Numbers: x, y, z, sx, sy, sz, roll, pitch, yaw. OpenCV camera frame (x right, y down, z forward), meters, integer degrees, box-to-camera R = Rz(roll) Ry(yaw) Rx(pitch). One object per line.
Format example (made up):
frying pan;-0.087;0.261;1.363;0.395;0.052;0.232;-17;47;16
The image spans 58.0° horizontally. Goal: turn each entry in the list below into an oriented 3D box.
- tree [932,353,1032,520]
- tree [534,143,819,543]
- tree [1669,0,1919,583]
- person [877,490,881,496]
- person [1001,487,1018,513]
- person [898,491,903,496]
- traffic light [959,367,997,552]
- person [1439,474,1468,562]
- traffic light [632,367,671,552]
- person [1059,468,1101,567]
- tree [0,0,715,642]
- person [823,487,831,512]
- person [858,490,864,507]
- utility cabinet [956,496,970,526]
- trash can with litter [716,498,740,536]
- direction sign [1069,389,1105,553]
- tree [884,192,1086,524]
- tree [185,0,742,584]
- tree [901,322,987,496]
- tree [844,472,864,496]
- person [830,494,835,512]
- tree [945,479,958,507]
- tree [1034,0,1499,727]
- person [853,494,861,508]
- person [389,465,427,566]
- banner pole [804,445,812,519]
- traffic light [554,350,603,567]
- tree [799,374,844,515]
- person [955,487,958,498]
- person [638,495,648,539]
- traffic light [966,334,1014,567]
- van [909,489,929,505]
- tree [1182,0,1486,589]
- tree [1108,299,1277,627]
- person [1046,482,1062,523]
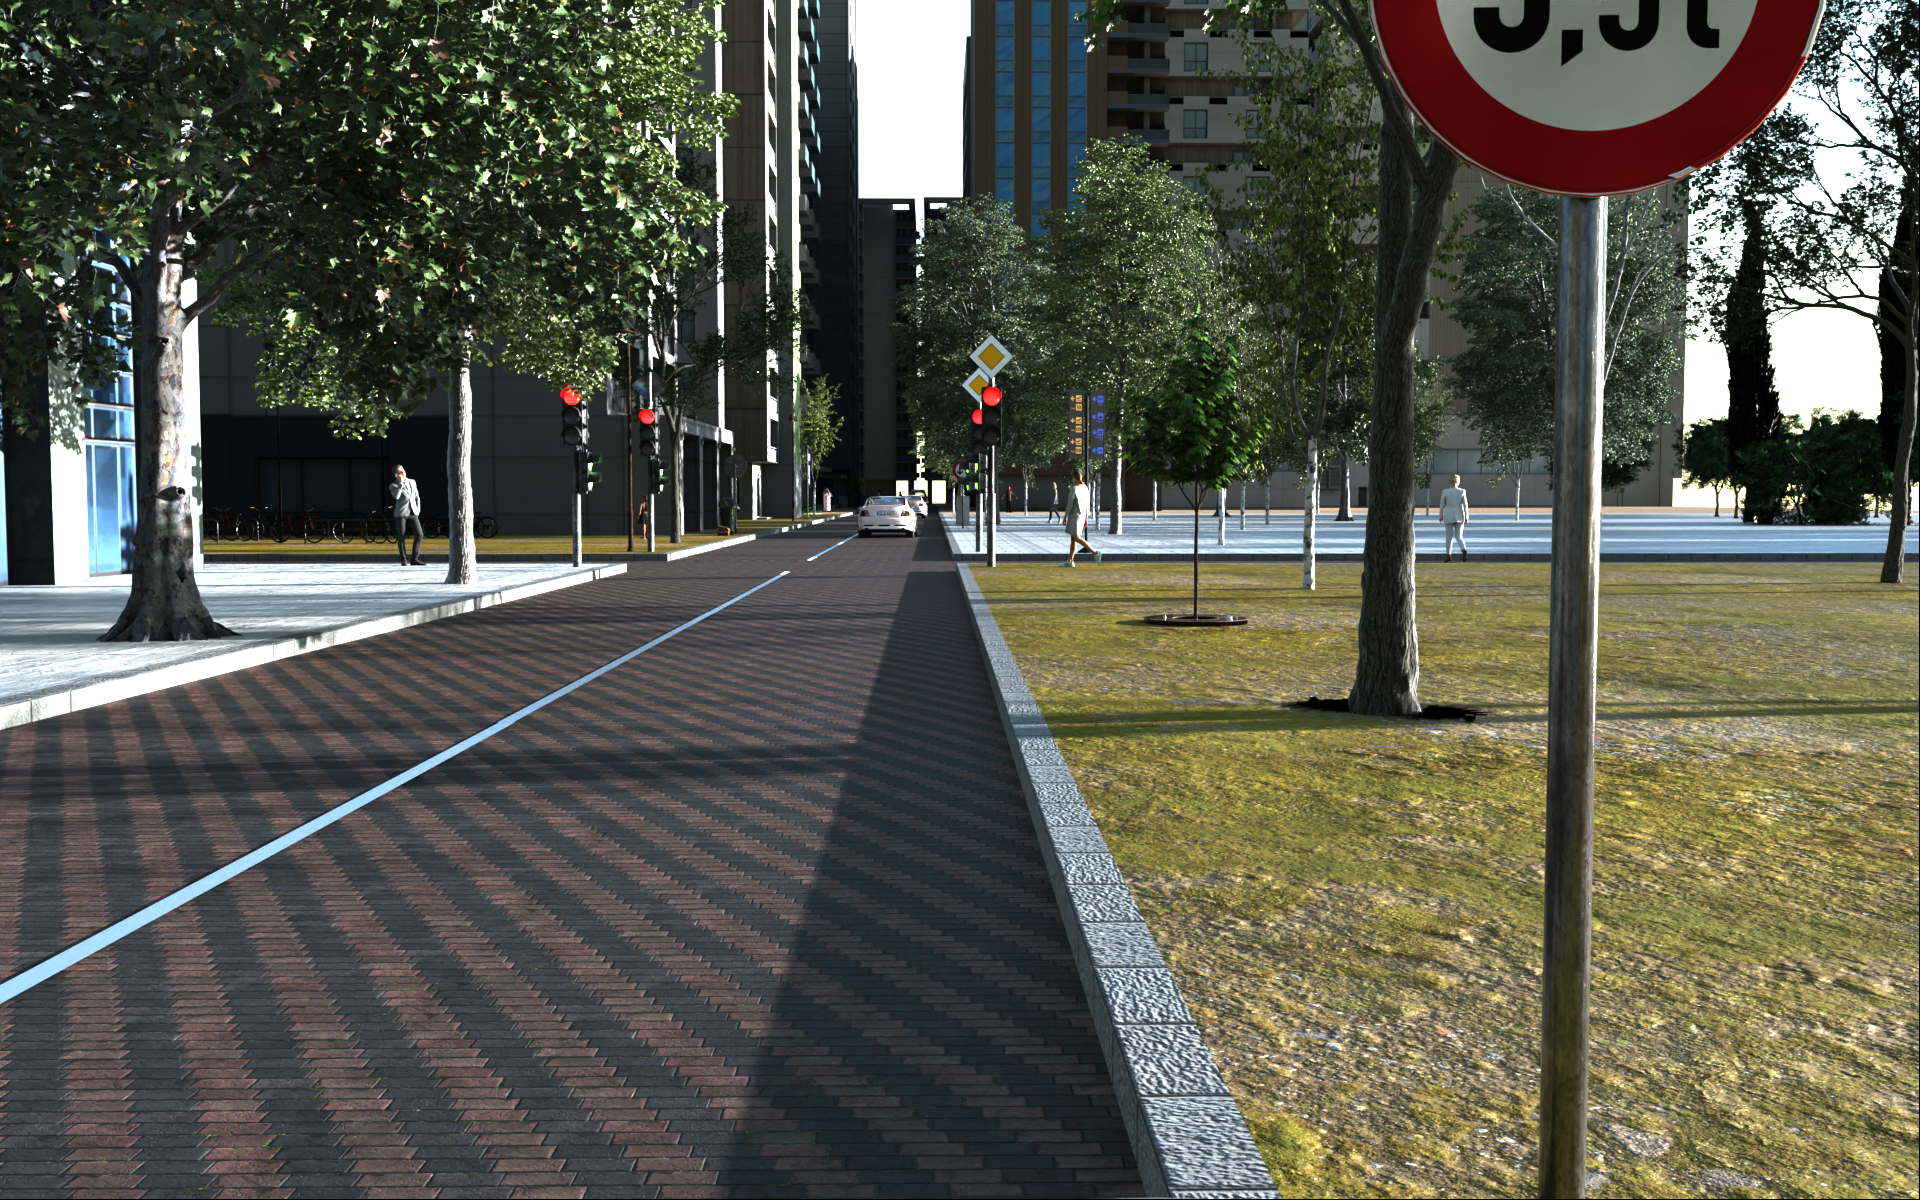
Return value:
tree;0.824;-8.716;92.874;4.360;8.622;3.978;0;3;0
tree;-7.263;-6.780;45.261;8.767;10.594;7.601;2;4;27
tree;13.810;-5.518;24.636;7.601;10.594;8.767;2;4;29
person;-6.099;-7.277;128.262;0.721;1.735;1.217;0;4;5
person;3.395;-6.974;120.202;1.348;1.807;0.705;-2;4;-33
person;-6.354;-10.894;187.344;0.721;1.743;1.217;3;4;36
traffic light;0.407;-3.034;38.523;0.839;4.253;0.868;0;4;-1
person;10.273;-1.686;35.942;0.514;1.842;0.818;0;4;-8
traffic light;-6.853;-3.026;38.393;0.839;4.253;0.868;0;4;-1
person;2.119;-1.447;30.453;0.760;1.731;0.466;1;4;10
tree;-6.954;-5.998;15.075;9.611;12.733;9.660;0;3;0
person;-9.312;-6.989;120.988;0.551;1.740;0.621;-2;4;-33
person;-9.840;-9.998;170.327;1.217;1.723;0.721;3;4;37
utility cabinet;0.113;-3.623;70.406;0.306;1.237;1.020;-1;4;-17
trash can with litter;-7.223;-2.595;53.813;0.624;1.170;1.055;0;4;1
direction sign;2.759;-2.798;37.743;0.876;3.537;0.379;-2;4;-25
tree;1.463;-10.202;73.456;9.857;13.997;8.962;0;3;0
tree;-6.738;-6.511;24.578;7.486;12.596;7.792;0;3;0
tree;-0.074;-11.832;111.578;7.486;12.596;7.792;0;3;0
tree;-9.063;-9.335;147.233;1.663;3.219;1.824;0;3;0
person;-9.420;-7.169;126.448;0.799;1.438;0.628;2;4;30
tree;-0.658;-10.692;169.410;1.663;3.219;1.824;0;3;0
tree;2.671;-5.140;9.791;9.928;11.665;9.643;0;3;0
person;-9.740;-9.602;163.122;0.705;1.814;1.350;-3;4;-38
person;-9.887;-1.515;30.995;0.592;1.802;0.473;-2;4;-31
banner pole;-7.805;-6.070;89.257;0.401;3.779;0.863;1;4;9
traffic light;-6.727;-2.537;30.409;0.839;4.253;0.868;0;4;-1
tree;-9.011;-9.536;106.268;4.737;8.622;4.395;0;3;0
person;-0.205;-7.993;136.740;0.705;1.823;1.348;-1;4;-12
person;-9.100;-2.391;49.798;0.373;1.253;0.362;3;5;44
traffic light;0.533;-2.545;30.539;0.839;4.253;0.868;0;4;-1
van;-3.680;-8.770;150.396;2.013;2.044;4.112;0;4;-3
tree;4.853;-4.463;23.340;4.737;8.622;4.395;0;3;0
tree;2.464;-1.385;17.241;1.663;3.219;1.824;0;3;0
person;4.114;-4.238;75.510;0.728;1.800;0.709;-1;4;-12
